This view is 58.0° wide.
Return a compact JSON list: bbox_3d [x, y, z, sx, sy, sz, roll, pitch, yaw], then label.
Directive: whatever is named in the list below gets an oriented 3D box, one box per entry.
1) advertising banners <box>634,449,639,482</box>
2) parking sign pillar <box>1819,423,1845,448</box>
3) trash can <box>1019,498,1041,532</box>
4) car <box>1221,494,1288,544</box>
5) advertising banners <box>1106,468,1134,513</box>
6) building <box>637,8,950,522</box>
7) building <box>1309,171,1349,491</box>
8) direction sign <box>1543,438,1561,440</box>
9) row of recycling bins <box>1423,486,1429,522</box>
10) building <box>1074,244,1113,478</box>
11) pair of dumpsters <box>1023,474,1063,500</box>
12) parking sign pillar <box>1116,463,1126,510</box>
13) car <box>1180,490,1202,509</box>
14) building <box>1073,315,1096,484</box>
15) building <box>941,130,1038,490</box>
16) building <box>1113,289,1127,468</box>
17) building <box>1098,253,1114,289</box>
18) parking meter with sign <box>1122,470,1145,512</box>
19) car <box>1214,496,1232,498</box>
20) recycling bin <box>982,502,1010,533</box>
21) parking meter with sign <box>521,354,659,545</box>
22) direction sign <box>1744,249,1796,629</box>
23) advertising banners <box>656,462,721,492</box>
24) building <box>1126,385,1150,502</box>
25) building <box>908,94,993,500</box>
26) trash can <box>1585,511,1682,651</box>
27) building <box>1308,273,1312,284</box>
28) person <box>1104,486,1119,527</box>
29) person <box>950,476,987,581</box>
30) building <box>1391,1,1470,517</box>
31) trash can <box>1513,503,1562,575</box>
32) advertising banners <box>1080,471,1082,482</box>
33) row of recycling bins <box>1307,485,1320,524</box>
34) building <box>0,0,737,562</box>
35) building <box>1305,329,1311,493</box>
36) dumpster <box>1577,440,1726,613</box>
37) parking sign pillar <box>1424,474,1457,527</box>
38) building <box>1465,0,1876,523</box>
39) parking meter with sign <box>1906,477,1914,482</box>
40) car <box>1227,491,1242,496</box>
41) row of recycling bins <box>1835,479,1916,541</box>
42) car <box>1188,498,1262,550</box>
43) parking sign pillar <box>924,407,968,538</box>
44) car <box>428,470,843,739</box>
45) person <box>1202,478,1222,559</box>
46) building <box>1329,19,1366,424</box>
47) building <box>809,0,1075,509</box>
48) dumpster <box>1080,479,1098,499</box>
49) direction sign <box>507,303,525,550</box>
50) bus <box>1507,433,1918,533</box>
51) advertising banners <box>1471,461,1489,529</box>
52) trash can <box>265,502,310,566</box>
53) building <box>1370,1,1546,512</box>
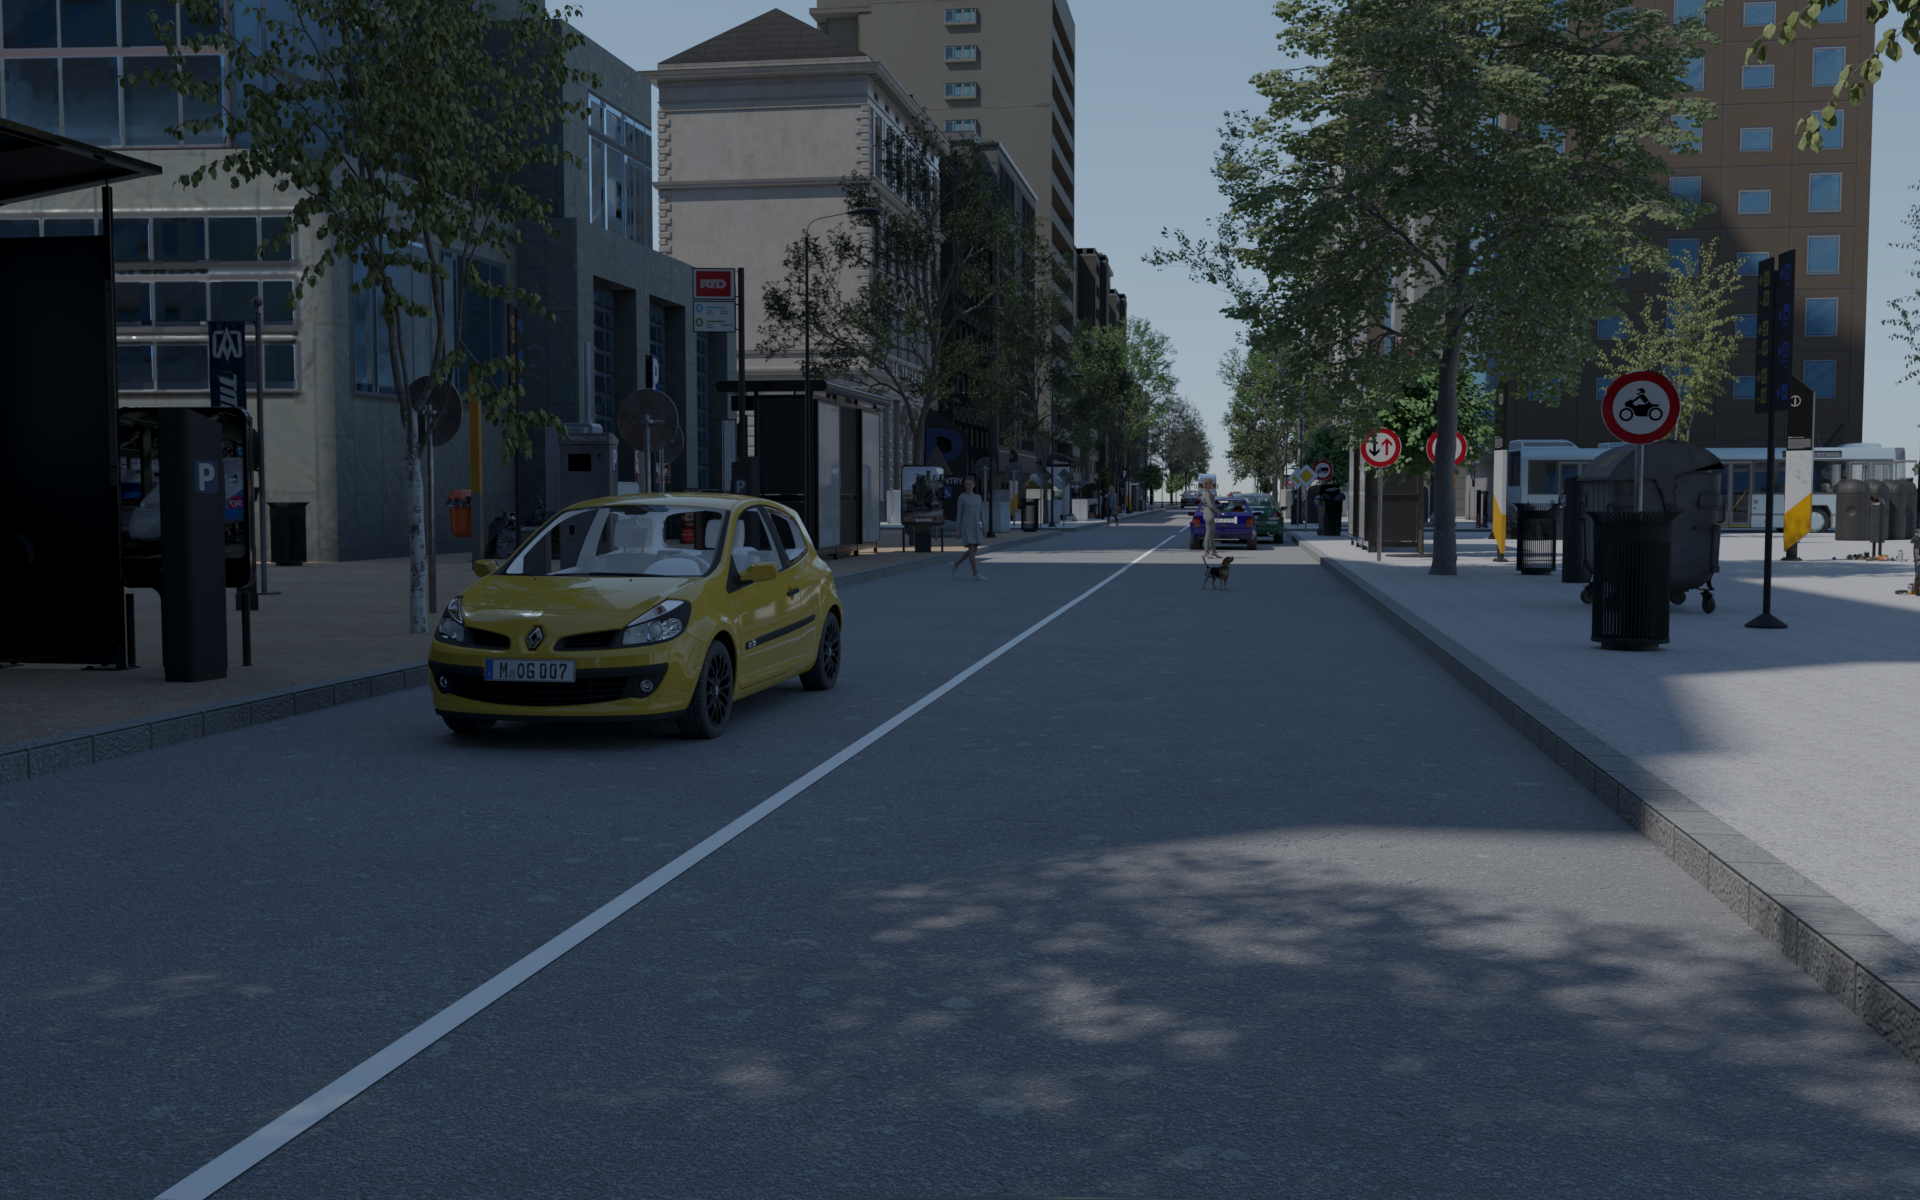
[{"bbox_3d":[-7.366,-2.599,38.674,0.090,3.025,2.074,0,4,2],"label":"advertising banners"},{"bbox_3d":[33.076,-4.734,65.869,1.447,3.967,1.447,-3,4,-37],"label":"parking sign pillar"},{"bbox_3d":[2.365,-2.874,58.649,0.748,1.137,0.748,0,3,0],"label":"trash can"},{"bbox_3d":[8.701,-2.436,51.624,2.131,1.459,4.920,1,4,9],"label":"car"},{"bbox_3d":[10.527,-7.265,114.975,2.074,3.025,0.090,0,4,3],"label":"advertising banners"},{"bbox_3d":[-7.342,-15.760,86.554,11.050,23.489,19.941,1,4,9],"label":"building"},{"bbox_3d":[62.780,-38.550,253.998,21.300,48.544,21.600,1,4,9],"label":"building"},{"bbox_3d":[24.158,-4.819,70.784,0.379,3.537,0.876,-2,4,-29],"label":"direction sign"},{"bbox_3d":[19.057,-4.011,72.689,1.069,1.692,3.534,1,4,11],"label":"row of recycling bins"},{"bbox_3d":[9.848,-26.312,201.905,14.160,30.474,14.107,1,4,9],"label":"building"},{"bbox_3d":[3.882,-4.826,81.401,1.574,2.255,4.437,1,4,9],"label":"pair of dumpsters"},{"bbox_3d":[12.941,-9.160,138.245,1.447,3.967,1.447,0,4,-3],"label":"parking sign pillar"},{"bbox_3d":[23.145,-10.076,173.407,2.281,1.827,5.304,1,4,9],"label":"car"},{"bbox_3d":[-0.654,-20.602,181.877,27.650,21.520,28.899,1,4,9],"label":"building"},{"bbox_3d":[-2.787,-20.245,124.508,14.314,27.812,24.014,1,4,9],"label":"building"},{"bbox_3d":[15.740,-28.704,241.007,14.160,30.474,14.107,1,4,9],"label":"building"},{"bbox_3d":[9.883,-34.802,260.896,32.217,40.220,23.993,1,4,9],"label":"building"},{"bbox_3d":[12.795,-8.029,127.540,1.738,3.016,0.543,3,4,36],"label":"parking meter with sign"},{"bbox_3d":[11.854,-3.967,77.445,1.945,1.354,3.894,1,4,9],"label":"car"},{"bbox_3d":[1.195,-2.720,57.019,0.722,1.027,0.722,2,4,27],"label":"recycling bin"},{"bbox_3d":[-4.700,-1.567,21.884,1.738,3.016,0.543,0,4,-1],"label":"parking meter with sign"},{"bbox_3d":[7.748,-1.501,16.538,0.379,3.537,0.876,0,4,6],"label":"direction sign"},{"bbox_3d":[-6.941,-2.953,44.467,2.074,3.025,0.090,-2,4,-29],"label":"advertising banners"},{"bbox_3d":[16.795,-27.040,287.149,27.650,21.520,28.899,1,4,9],"label":"building"},{"bbox_3d":[-5.201,-16.832,104.889,12.332,23.373,15.834,1,4,9],"label":"building"},{"bbox_3d":[5.554,-0.164,14.328,0.748,1.137,0.748,0,3,0],"label":"trash can"},{"bbox_3d":[64.384,-36.901,286.930,14.154,41.232,14.086,1,4,9],"label":"building"},{"bbox_3d":[6.668,-4.079,75.373,0.728,1.800,0.709,-2,4,-35],"label":"person"},{"bbox_3d":[0.124,-1.199,28.861,0.760,1.731,0.466,2,4,30],"label":"person"},{"bbox_3d":[38.165,-34.668,108.827,21.231,58.520,28.212,1,4,9],"label":"building"},{"bbox_3d":[9.181,-0.974,27.580,0.748,1.137,0.748,0,3,0],"label":"trash can"},{"bbox_3d":[8.865,-8.140,129.269,0.090,3.025,2.074,1,4,16],"label":"advertising banners"},{"bbox_3d":[15.988,-4.267,76.884,1.069,1.692,3.534,1,4,16],"label":"row of recycling bins"},{"bbox_3d":[-23.923,-44.627,42.331,31.000,86.520,22.319,1,4,9],"label":"building"},{"bbox_3d":[61.336,-30.665,273.078,14.160,30.474,14.107,1,4,9],"label":"building"},{"bbox_3d":[7.714,-0.833,19.371,1.264,1.857,1.865,1,4,9],"label":"dumpster"},{"bbox_3d":[18.606,-4.825,67.365,1.447,3.967,1.447,0,4,6],"label":"parking sign pillar"},{"bbox_3d":[30.751,-26.118,77.139,14.200,45.320,14.600,1,4,9],"label":"building"},{"bbox_3d":[43.075,-5.065,79.069,0.543,3.016,1.738,-1,4,-21],"label":"parking meter with sign"},{"bbox_3d":[35.995,-13.322,226.479,2.281,1.827,5.304,1,4,9],"label":"car"},{"bbox_3d":[25.683,-2.527,48.428,3.534,1.692,1.069,-3,4,-36],"label":"row of recycling bins"},{"bbox_3d":[6.975,-2.025,45.685,1.945,1.354,3.894,1,4,10],"label":"car"},{"bbox_3d":[-0.418,-3.844,51.323,1.447,3.967,1.447,0,4,3],"label":"parking sign pillar"},{"bbox_3d":[-2.012,-0.076,11.471,2.015,1.641,3.980,1,4,11],"label":"car"},{"bbox_3d":[5.633,-1.816,38.469,0.573,1.790,0.520,-1,4,-13],"label":"person"},{"bbox_3d":[55.283,-36.705,189.359,28.713,52.752,27.495,1,4,9],"label":"building"},{"bbox_3d":[-1.399,-32.459,154.409,21.300,48.544,21.600,1,4,9],"label":"building"},{"bbox_3d":[8.427,-6.611,110.575,1.502,2.255,1.985,1,4,9],"label":"dumpster"},{"bbox_3d":[-5.383,-1.777,21.053,0.379,3.537,0.876,0,4,-4],"label":"direction sign"},{"bbox_3d":[25.611,-3.908,58.752,13.247,3.499,2.948,0,4,7],"label":"bus"},{"bbox_3d":[19.521,-4.215,65.110,0.090,3.025,2.074,0,4,-1],"label":"advertising banners"},{"bbox_3d":[-12.005,-1.181,30.956,0.748,1.137,0.748,0,3,0],"label":"trash can"},{"bbox_3d":[43.061,-30.880,155.005,14.600,45.320,14.200,1,4,9],"label":"building"}]
